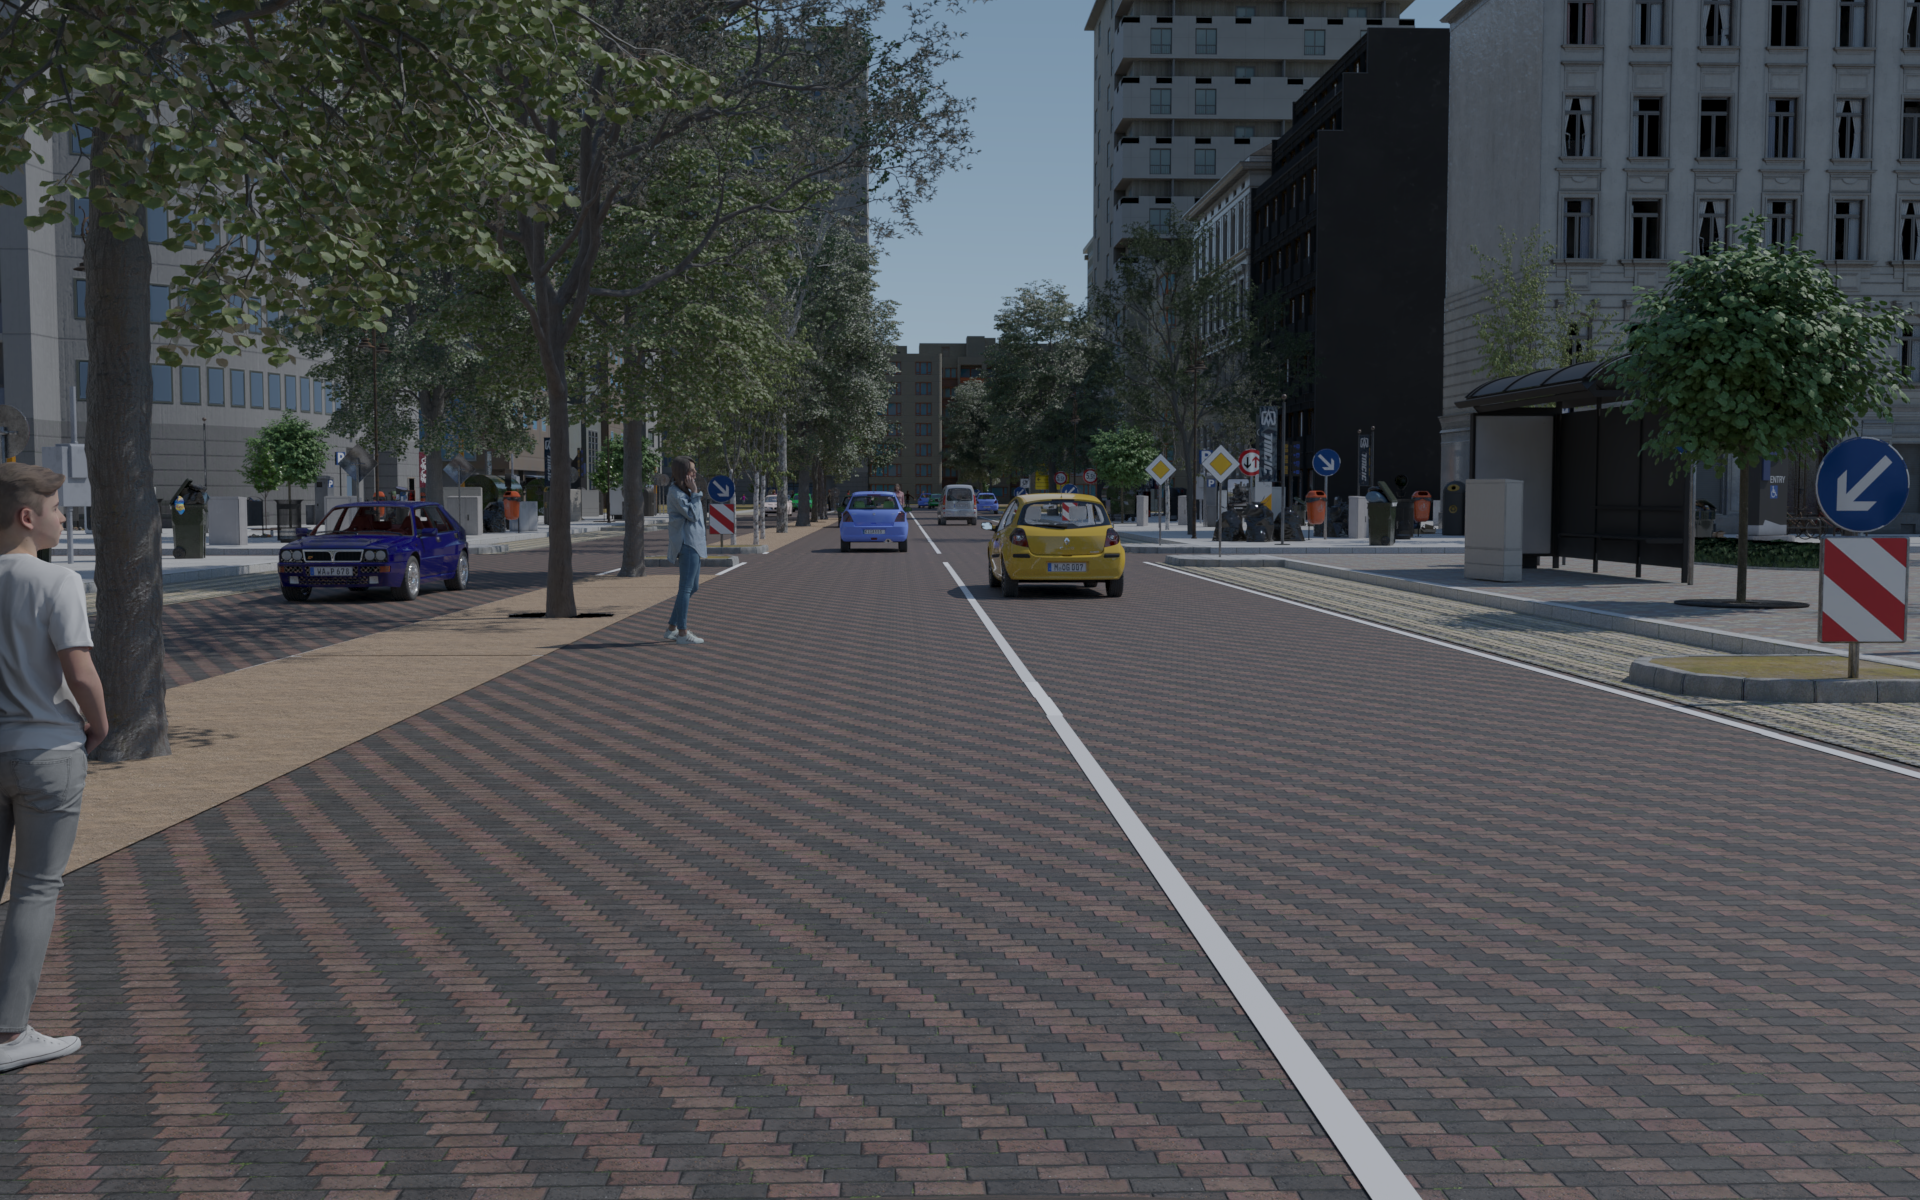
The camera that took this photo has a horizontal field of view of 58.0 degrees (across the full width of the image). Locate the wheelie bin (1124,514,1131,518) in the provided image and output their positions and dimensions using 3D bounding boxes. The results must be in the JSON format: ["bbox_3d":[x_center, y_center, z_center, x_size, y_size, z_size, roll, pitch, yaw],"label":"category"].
[{"bbox_3d":[8.684,-5.149,92.095,0.693,1.594,0.980,-2,4,-32],"label":"wheelie bin"}]

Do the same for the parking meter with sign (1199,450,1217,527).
[{"bbox_3d":[9.766,-4.379,67.851,0.543,3.016,1.738,0,4,-1],"label":"parking meter with sign"}]

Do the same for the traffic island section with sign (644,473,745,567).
[{"bbox_3d":[-5.505,-1.642,34.982,2.006,1.907,1.989,0,4,-2],"label":"traffic island section with sign"}]

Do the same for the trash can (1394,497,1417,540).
[{"bbox_3d":[12.504,-2.280,48.924,0.748,1.137,0.748,0,3,0],"label":"trash can"}]

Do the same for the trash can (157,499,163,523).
[{"bbox_3d":[-25.250,-2.594,54.073,0.748,1.137,0.748,0,3,0],"label":"trash can"}]

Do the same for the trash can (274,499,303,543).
[{"bbox_3d":[-17.636,-2.072,45.536,0.748,1.137,0.748,0,3,0],"label":"trash can"}]

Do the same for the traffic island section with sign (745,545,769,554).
[{"bbox_3d":[-5.765,-2.095,42.385,2.006,1.907,1.989,0,4,-2],"label":"traffic island section with sign"}]

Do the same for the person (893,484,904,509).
[{"bbox_3d":[-2.405,-3.533,66.279,0.555,1.821,0.388,-1,4,-19],"label":"person"}]

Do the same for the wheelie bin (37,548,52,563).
[{"bbox_3d":[-15.153,-1.239,28.173,0.693,1.594,0.980,2,4,33],"label":"wheelie bin"}]

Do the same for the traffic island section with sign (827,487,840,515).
[{"bbox_3d":[-8.510,-6.687,117.473,2.006,1.907,1.989,0,4,-2],"label":"traffic island section with sign"}]

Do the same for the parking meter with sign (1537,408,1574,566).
[{"bbox_3d":[10.056,-2.134,31.156,1.738,3.016,0.543,0,4,3],"label":"parking meter with sign"}]

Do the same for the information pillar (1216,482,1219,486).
[{"bbox_3d":[15.070,-5.951,101.791,0.304,2.012,0.304,3,5,41],"label":"information pillar"}]

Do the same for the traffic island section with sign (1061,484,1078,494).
[{"bbox_3d":[4.106,-3.613,67.697,1.989,1.847,2.006,0,4,-2],"label":"traffic island section with sign"}]

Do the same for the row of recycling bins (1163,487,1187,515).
[{"bbox_3d":[13.102,-6.015,105.464,1.069,1.692,3.534,1,4,21],"label":"row of recycling bins"}]

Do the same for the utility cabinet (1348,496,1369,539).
[{"bbox_3d":[11.553,-2.384,50.139,0.306,1.237,1.020,2,4,31],"label":"utility cabinet"}]

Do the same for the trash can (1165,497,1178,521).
[{"bbox_3d":[10.057,-4.302,81.995,0.748,1.137,0.748,0,3,0],"label":"trash can"}]

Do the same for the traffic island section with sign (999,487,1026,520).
[{"bbox_3d":[3.125,-5.261,94.644,1.989,1.847,2.006,0,4,-2],"label":"traffic island section with sign"}]

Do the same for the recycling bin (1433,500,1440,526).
[{"bbox_3d":[19.621,-3.515,70.022,0.722,1.027,0.722,-1,4,-16],"label":"recycling bin"}]

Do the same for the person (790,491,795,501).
[{"bbox_3d":[-14.945,-8.860,153.880,0.721,1.766,1.217,-2,4,-23],"label":"person"}]

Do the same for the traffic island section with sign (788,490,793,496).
[{"bbox_3d":[-16.659,-9.959,171.452,1.989,1.847,2.006,0,4,-2],"label":"traffic island section with sign"}]

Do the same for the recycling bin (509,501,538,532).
[{"bbox_3d":[-15.038,-2.881,59.656,0.722,1.027,0.722,-3,5,-44],"label":"recycling bin"}]

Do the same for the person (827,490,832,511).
[{"bbox_3d":[-11.042,-8.407,146.089,0.705,1.807,1.348,1,4,19],"label":"person"}]

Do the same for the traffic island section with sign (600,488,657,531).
[{"bbox_3d":[-12.867,-3.600,67.492,1.989,1.847,2.006,0,4,-2],"label":"traffic island section with sign"}]

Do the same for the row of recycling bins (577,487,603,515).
[{"bbox_3d":[-23.519,-6.026,105.633,3.534,1.692,1.069,0,4,-1],"label":"row of recycling bins"}]

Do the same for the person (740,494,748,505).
[{"bbox_3d":[-24.445,-11.264,195.893,0.991,1.433,0.599,-3,4,-38],"label":"person"}]

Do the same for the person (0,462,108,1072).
[{"bbox_3d":[-2.422,0.412,4.359,0.503,1.515,0.523,-2,4,-27],"label":"person"}]

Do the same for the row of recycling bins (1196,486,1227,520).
[{"bbox_3d":[13.131,-4.923,87.602,1.069,1.692,3.534,3,4,38],"label":"row of recycling bins"}]

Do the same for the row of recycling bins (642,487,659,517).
[{"bbox_3d":[-20.306,-6.477,113.015,1.069,1.692,3.534,0,4,-3],"label":"row of recycling bins"}]

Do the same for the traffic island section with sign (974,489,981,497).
[{"bbox_3d":[1.302,-8.329,144.803,1.989,1.847,2.006,0,4,-2],"label":"traffic island section with sign"}]

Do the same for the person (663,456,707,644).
[{"bbox_3d":[-2.647,-0.478,16.573,0.793,1.790,0.793,-3,4,-36],"label":"person"}]

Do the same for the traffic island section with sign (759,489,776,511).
[{"bbox_3d":[-15.668,-8.311,144.515,1.989,1.847,2.006,0,4,-2],"label":"traffic island section with sign"}]

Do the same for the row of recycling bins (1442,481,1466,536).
[{"bbox_3d":[16.120,-2.780,52.560,1.069,1.692,3.534,-2,4,-33],"label":"row of recycling bins"}]

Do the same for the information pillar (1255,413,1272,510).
[{"bbox_3d":[8.750,-3.588,50.012,0.504,3.616,0.183,0,4,7],"label":"information pillar"}]

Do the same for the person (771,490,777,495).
[{"bbox_3d":[-13.194,-6.989,123.494,1.217,1.743,0.721,2,4,29],"label":"person"}]

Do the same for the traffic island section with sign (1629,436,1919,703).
[{"bbox_3d":[6.102,-0.252,12.744,1.989,1.847,2.006,0,4,-2],"label":"traffic island section with sign"}]

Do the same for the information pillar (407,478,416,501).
[{"bbox_3d":[-24.497,-4.457,77.364,0.304,2.012,0.304,-2,4,-25],"label":"information pillar"}]

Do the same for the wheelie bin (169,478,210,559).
[{"bbox_3d":[-15.341,-1.627,34.516,0.693,1.594,0.980,-1,4,-17],"label":"wheelie bin"}]

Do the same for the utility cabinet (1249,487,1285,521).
[{"bbox_3d":[9.505,-2.752,53.679,1.173,1.500,0.318,-2,4,-27],"label":"utility cabinet"}]

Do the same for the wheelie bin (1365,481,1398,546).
[{"bbox_3d":[10.483,-2.154,43.129,0.693,1.594,0.980,2,4,26],"label":"wheelie bin"}]

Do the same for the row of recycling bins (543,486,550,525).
[{"bbox_3d":[-16.836,-3.990,72.345,1.069,1.692,3.534,-1,4,-16],"label":"row of recycling bins"}]

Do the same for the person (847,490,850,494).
[{"bbox_3d":[-11.866,-10.796,184.953,0.705,1.831,1.348,0,4,5],"label":"person"}]

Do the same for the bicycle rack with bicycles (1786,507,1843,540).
[{"bbox_3d":[23.907,-2.215,49.602,2.852,0.926,2.925,-3,5,-44],"label":"bicycle rack with bicycles"}]

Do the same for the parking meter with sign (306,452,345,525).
[{"bbox_3d":[-26.374,-4.624,71.858,1.738,3.016,0.543,1,4,19],"label":"parking meter with sign"}]

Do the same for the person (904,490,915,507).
[{"bbox_3d":[-4.169,-7.925,138.902,1.217,1.723,0.721,1,4,15],"label":"person"}]

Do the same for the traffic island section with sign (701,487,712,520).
[{"bbox_3d":[-13.862,-5.274,94.863,1.989,1.847,2.006,0,4,-2],"label":"traffic island section with sign"}]

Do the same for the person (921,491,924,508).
[{"bbox_3d":[-3.896,-10.481,180.411,0.434,1.755,0.990,1,4,11],"label":"person"}]
